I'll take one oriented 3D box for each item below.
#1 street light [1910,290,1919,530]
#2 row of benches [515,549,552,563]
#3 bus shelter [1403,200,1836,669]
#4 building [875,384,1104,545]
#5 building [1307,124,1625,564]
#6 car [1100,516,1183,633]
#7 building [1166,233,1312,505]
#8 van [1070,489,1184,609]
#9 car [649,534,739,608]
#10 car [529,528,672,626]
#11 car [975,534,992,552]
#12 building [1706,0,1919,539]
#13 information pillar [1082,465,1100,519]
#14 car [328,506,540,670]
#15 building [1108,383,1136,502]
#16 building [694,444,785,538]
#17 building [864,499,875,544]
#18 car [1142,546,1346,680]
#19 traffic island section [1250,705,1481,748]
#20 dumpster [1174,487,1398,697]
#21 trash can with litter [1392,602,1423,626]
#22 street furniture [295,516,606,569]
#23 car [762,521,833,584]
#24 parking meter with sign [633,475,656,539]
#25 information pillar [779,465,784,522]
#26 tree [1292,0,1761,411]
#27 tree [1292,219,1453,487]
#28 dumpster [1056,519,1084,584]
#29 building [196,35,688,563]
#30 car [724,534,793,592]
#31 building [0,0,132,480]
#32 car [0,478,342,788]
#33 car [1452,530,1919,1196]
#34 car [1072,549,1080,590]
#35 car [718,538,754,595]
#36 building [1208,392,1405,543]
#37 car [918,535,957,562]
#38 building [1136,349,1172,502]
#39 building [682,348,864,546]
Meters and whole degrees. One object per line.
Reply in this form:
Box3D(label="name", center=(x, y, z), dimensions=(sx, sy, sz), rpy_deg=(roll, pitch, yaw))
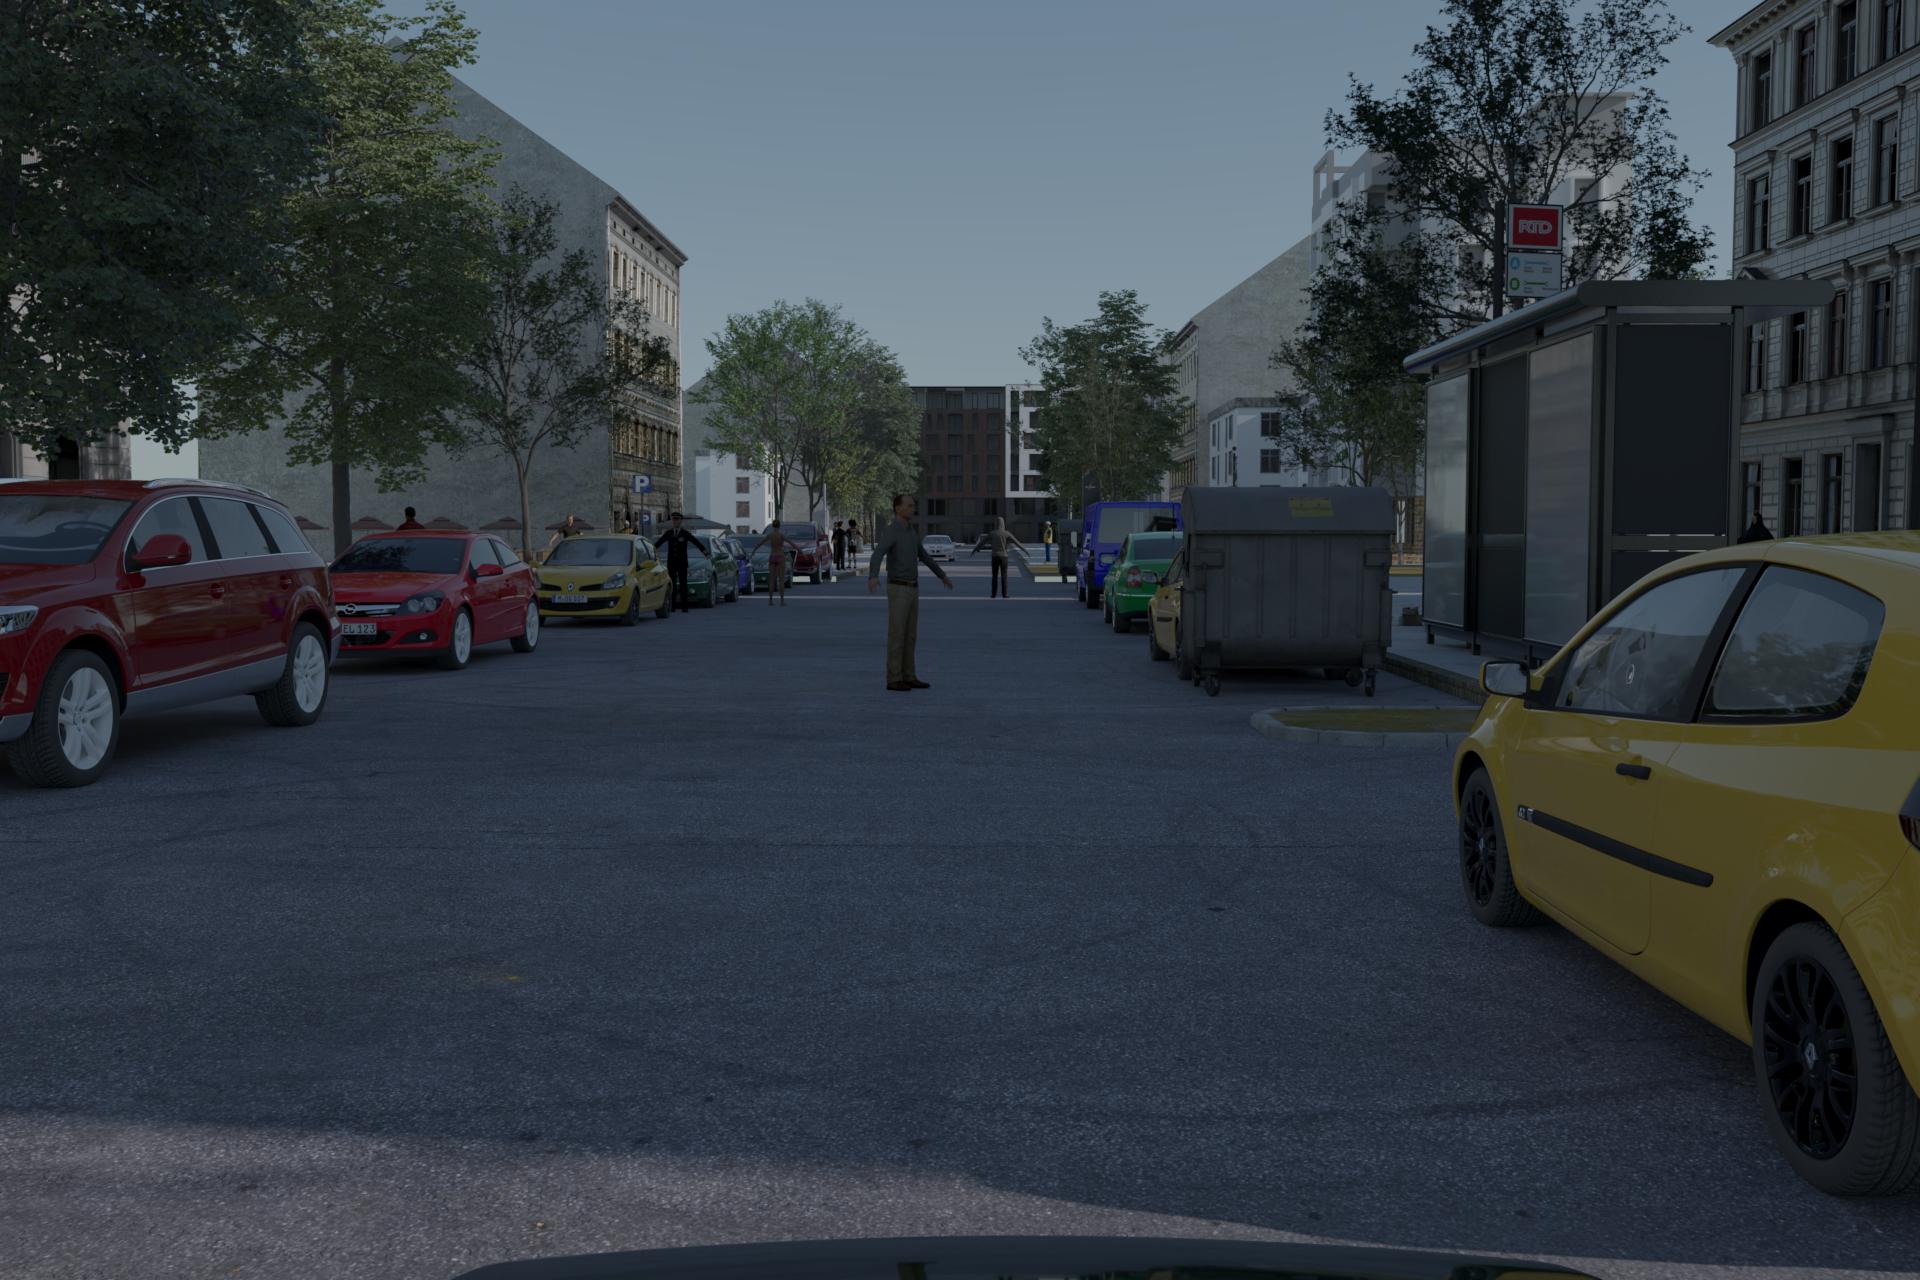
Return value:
Box3D(label="street light", center=(6.528, -2.334, 10.703), dimensions=(1.470, 5.913, 1.316), rpy_deg=(0, 4, 1))
Box3D(label="row of benches", center=(-18.107, -3.386, 70.816), dimensions=(4.104, 0.672, 1.422), rpy_deg=(-3, 5, -40))
Box3D(label="bus shelter", center=(6.225, -2.507, 18.625), dimensions=(2.179, 5.291, 8.768), rpy_deg=(0, 4, 1))
Box3D(label="building", center=(4.033, -24.557, 247.940), dimensions=(32.646, 21.610, 27.936), rpy_deg=(0, 3, 0))
Box3D(label="building", center=(22.791, -14.078, 86.603), dimensions=(16.016, 20.090, 11.380), rpy_deg=(0, 4, 1))
Box3D(label="car", center=(3.151, -1.079, 26.440), dimensions=(1.959, 1.807, 4.718), rpy_deg=(0, 4, 2))
Box3D(label="building", center=(26.058, -18.323, 130.510), dimensions=(19.493, 23.208, 18.063), rpy_deg=(0, 4, 1))
Box3D(label="van", center=(3.394, -1.865, 34.881), dimensions=(2.240, 2.365, 5.245), rpy_deg=(0, 4, 1))
Box3D(label="car", center=(-5.636, -1.424, 35.086), dimensions=(2.131, 1.459, 4.920), rpy_deg=(0, 4, 2))
Box3D(label="car", center=(-5.838, -1.095, 28.122), dimensions=(2.015, 1.641, 3.980), rpy_deg=(0, 4, 2))
Box3D(label="car", center=(2.184, -7.850, 138.134), dimensions=(2.009, 1.686, 4.222), rpy_deg=(0, 3, 0))
Box3D(label="building", center=(27.958, -11.020, 43.801), dimensions=(10.561, 19.211, 19.286), rpy_deg=(0, 4, 1))
Box3D(label="information pillar", center=(4.963, -4.655, 65.493), dimensions=(0.750, 3.857, 0.750), rpy_deg=(0, 4, 1))
Box3D(label="car", center=(-6.088, -0.643, 19.551), dimensions=(2.155, 1.783, 4.494), rpy_deg=(0, 4, 1))
Box3D(label="building", center=(26.927, -22.568, 199.916), dimensions=(19.493, 23.208, 18.063), rpy_deg=(0, 4, 1))
Box3D(label="building", center=(-21.999, -14.122, 173.049), dimensions=(9.099, 9.664, 28.070), rpy_deg=(0, 4, 1))
Box3D(label="building", center=(-20.860, -23.822, 220.417), dimensions=(19.493, 23.208, 18.063), rpy_deg=(0, 4, 2))
Box3D(label="car", center=(2.995, -0.502, 18.437), dimensions=(2.015, 1.641, 3.980), rpy_deg=(0, 4, 0))
Box3D(label="traffic island section", center=(3.167, 0.627, 12.614), dimensions=(1.991, 0.108, 1.994), rpy_deg=(0, 4, 1))
Box3D(label="dumpster", center=(2.926, -0.459, 15.724), dimensions=(1.865, 1.857, 1.264), rpy_deg=(0, 4, 1))
Box3D(label="trash can with litter", center=(6.605, -0.783, 24.195), dimensions=(1.055, 1.170, 0.624), rpy_deg=(0, 4, 2))
Box3D(label="street furniture", center=(-26.798, -3.424, 61.015), dimensions=(27.439, 1.986, 14.083), rpy_deg=(0, 4, -5))
Box3D(label="car", center=(-4.929, -2.586, 50.949), dimensions=(2.281, 1.827, 5.304), rpy_deg=(0, 4, 1))
Box3D(label="parking meter with sign", center=(-9.295, -3.385, 51.609), dimensions=(0.543, 3.016, 1.738), rpy_deg=(0, 4, 1))
Box3D(label="information pillar", center=(-6.044, -4.115, 58.643), dimensions=(0.183, 3.616, 0.504), rpy_deg=(0, 4, 2))
Box3D(label="tree", center=(8.796, -5.689, 27.434), dimensions=(7.601, 10.594, 8.767), rpy_deg=(1, 4, 14))
Box3D(label="tree", center=(9.863, -5.583, 41.644), dimensions=(4.737, 8.622, 4.395), rpy_deg=(0, 3, 0))
Box3D(label="dumpster", center=(3.743, -2.585, 50.475), dimensions=(1.865, 1.857, 1.264), rpy_deg=(0, 4, 0))
Box3D(label="building", center=(-24.700, -15.600, 85.983), dimensions=(19.493, 23.208, 18.063), rpy_deg=(0, 4, 1))
Box3D(label="car", center=(-5.372, -1.997, 44.444), dimensions=(2.131, 1.459, 4.920), rpy_deg=(0, 4, 1))
Box3D(label="building", center=(-29.508, -12.002, 36.898), dimensions=(13.314, 22.015, 24.055), rpy_deg=(0, 4, 2))
Box3D(label="car", center=(-5.906, -0.172, 11.481), dimensions=(2.281, 1.827, 5.304), rpy_deg=(0, 4, 2))
Box3D(label="car", center=(2.718, 0.310, 5.163), dimensions=(2.015, 1.641, 3.980), rpy_deg=(0, 4, 1))
Box3D(label="car", center=(3.844, -2.058, 43.442), dimensions=(2.009, 1.686, 4.222), rpy_deg=(0, 4, 1))
Box3D(label="car", center=(-5.778, -1.652, 39.596), dimensions=(1.945, 1.354, 3.894), rpy_deg=(0, 4, 2))
Box3D(label="building", center=(21.431, -10.049, 106.453), dimensions=(9.099, 9.664, 28.070), rpy_deg=(0, 4, 1))
Box3D(label="car", center=(-1.213, -4.843, 91.547), dimensions=(2.083, 1.381, 4.827), rpy_deg=(0, 4, 1))
Box3D(label="building", center=(27.304, -18.813, 174.049), dimensions=(16.747, 18.905, 31.486), rpy_deg=(0, 4, 1))
Box3D(label="building", center=(-20.977, -22.478, 198.448), dimensions=(19.493, 23.208, 18.063), rpy_deg=(0, 4, 1))
